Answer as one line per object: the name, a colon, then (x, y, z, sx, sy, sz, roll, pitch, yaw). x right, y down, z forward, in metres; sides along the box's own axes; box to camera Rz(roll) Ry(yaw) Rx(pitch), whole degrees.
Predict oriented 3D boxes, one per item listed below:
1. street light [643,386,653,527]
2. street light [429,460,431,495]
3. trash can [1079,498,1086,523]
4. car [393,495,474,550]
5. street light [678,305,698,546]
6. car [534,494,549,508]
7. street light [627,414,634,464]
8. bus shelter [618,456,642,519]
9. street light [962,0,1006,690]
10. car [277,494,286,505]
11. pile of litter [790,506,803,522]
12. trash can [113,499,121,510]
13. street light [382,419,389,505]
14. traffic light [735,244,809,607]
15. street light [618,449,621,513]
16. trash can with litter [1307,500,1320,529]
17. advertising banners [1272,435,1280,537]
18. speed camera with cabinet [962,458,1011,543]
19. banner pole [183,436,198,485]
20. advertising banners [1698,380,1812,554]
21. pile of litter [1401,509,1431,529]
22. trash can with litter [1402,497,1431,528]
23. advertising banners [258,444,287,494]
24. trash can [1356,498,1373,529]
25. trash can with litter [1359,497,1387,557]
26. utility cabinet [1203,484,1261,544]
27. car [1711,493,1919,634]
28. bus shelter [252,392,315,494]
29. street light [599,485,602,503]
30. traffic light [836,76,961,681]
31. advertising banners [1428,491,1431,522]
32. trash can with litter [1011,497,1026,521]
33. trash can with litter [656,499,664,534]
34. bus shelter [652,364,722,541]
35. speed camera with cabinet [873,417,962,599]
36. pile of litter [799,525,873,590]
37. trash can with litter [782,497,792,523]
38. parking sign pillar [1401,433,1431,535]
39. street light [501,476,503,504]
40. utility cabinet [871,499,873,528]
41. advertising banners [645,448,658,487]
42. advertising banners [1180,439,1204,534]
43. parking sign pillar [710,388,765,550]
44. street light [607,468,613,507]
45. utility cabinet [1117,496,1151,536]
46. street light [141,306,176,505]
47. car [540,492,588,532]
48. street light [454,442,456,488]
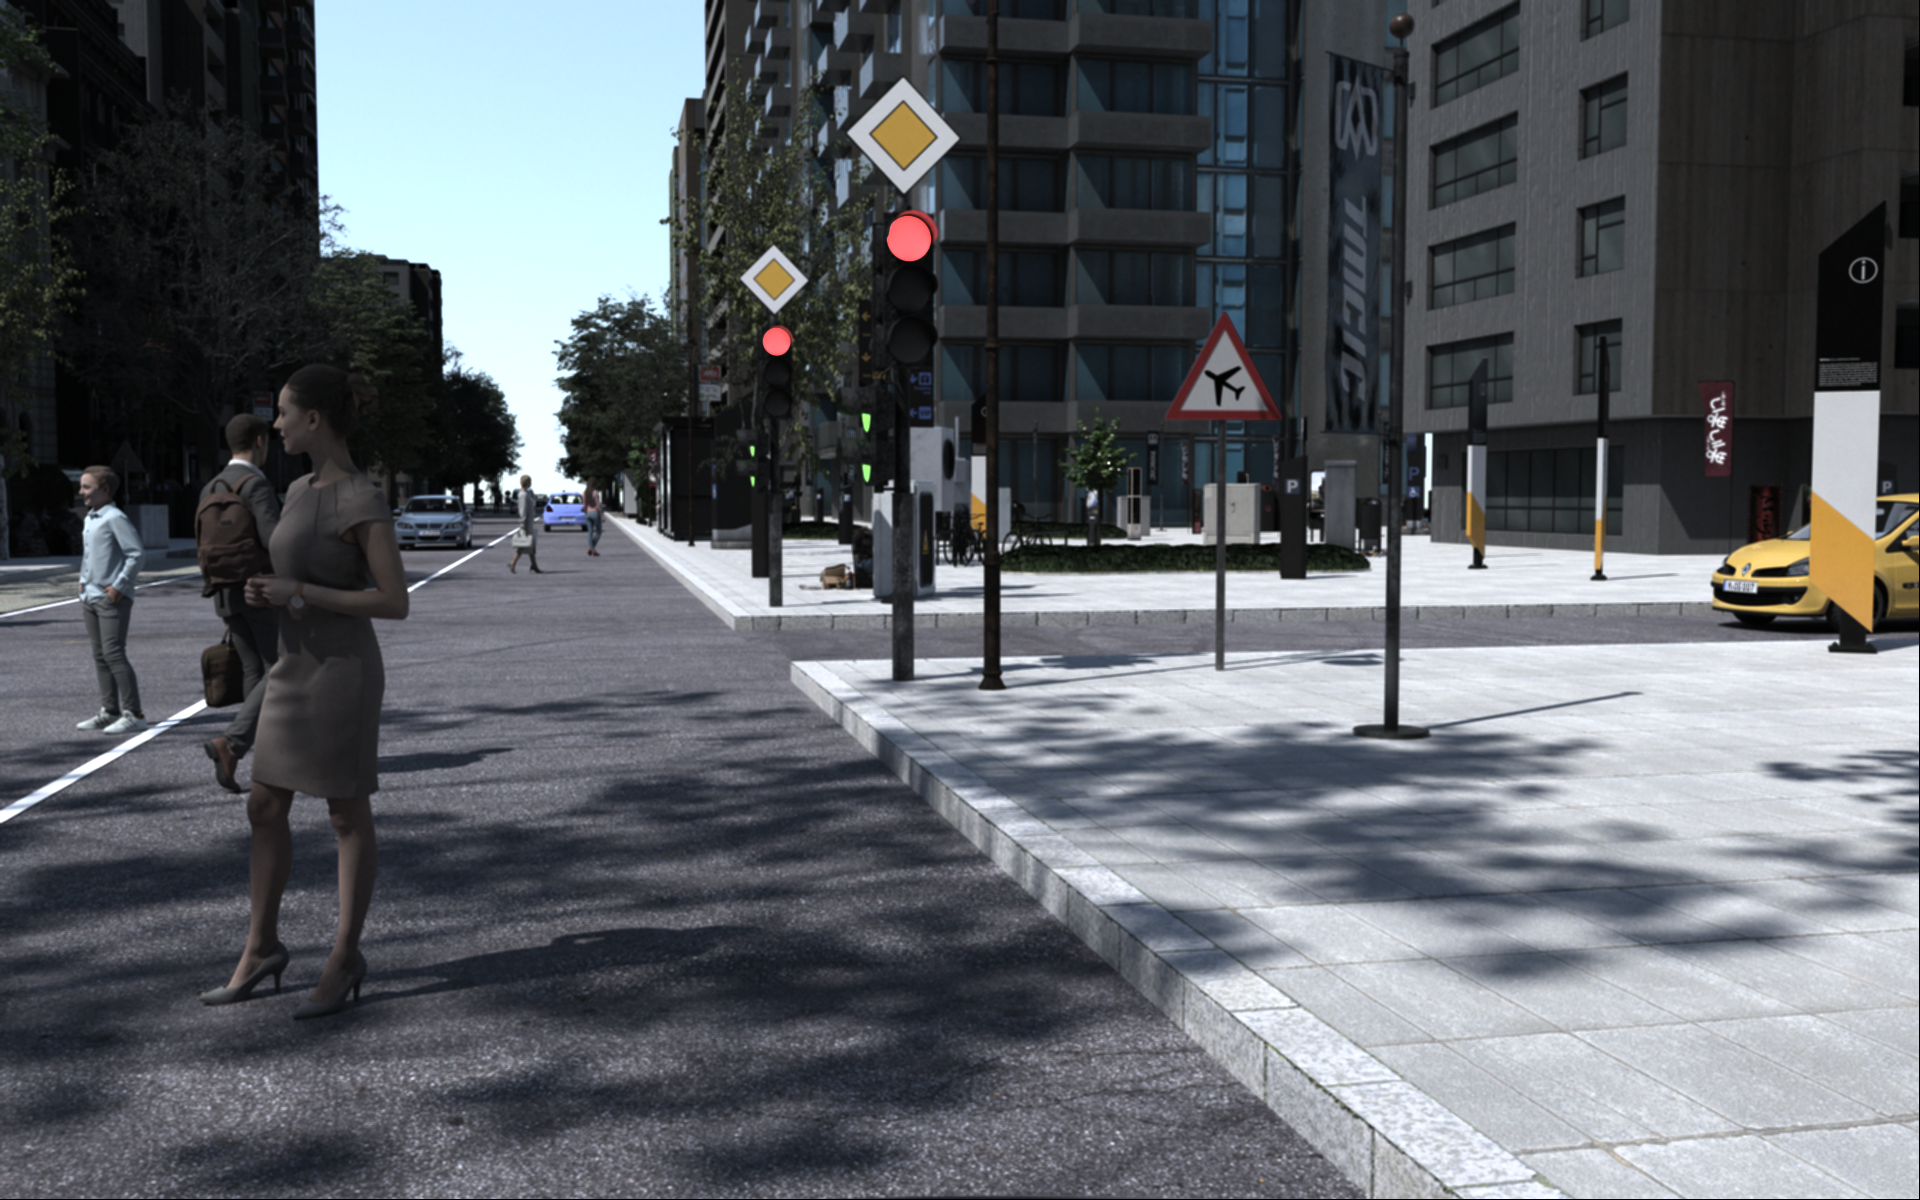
street light: (-12.121, -5.801, 67.636, 0.468, 5.910, 1.993, -1, 4, -12)
street light: (-35.809, -8.817, 116.944, 0.468, 5.910, 1.993, -1, 4, -12)
trash can: (4.696, -3.134, 62.901, 0.748, 1.137, 0.748, 0, 3, 0)
car: (-13.848, -2.060, 45.688, 2.014, 1.417, 4.499, -1, 4, -13)
street light: (-6.608, -4.261, 42.451, 0.468, 5.910, 1.993, -1, 4, -12)
car: (-40.020, -9.507, 165.225, 2.009, 1.686, 4.222, -1, 4, -14)
street light: (-17.647, -7.328, 92.600, 0.468, 5.910, 1.993, -1, 4, -12)
bus shelter: (-16.179, -5.719, 87.433, 2.014, 3.302, 5.546, -1, 4, -12)
street light: (0.211, -2.351, 11.228, 0.468, 5.910, 1.993, -1, 4, -12)
car: (-10.533, -0.947, 27.279, 2.131, 1.459, 4.920, -1, 4, -12)
pile of litter: (-5.852, -2.972, 62.555, 1.719, 0.858, 1.176, -1, 4, -23)
trash can: (-25.881, -2.559, 53.496, 0.748, 1.137, 0.748, 0, 3, 0)
street light: (-30.433, -7.294, 92.040, 0.468, 5.910, 1.993, -1, 4, -12)
traffic light: (-2.117, -1.877, 19.616, 0.839, 4.253, 0.868, -1, 4, -12)
street light: (-23.052, -8.823, 117.049, 0.468, 5.910, 1.993, -1, 4, -12)
trash can with litter: (12.842, -3.159, 63.031, 0.624, 1.170, 1.055, 0, 4, 7)
advertising banners: (9.779, -3.408, 51.901, 0.090, 3.025, 2.074, 2, 4, 35)
speed camera with cabinet: (0.366, -3.098, 44.983, 2.038, 3.252, 0.660, -3, 4, -37)
banner pole: (-33.024, -5.158, 74.347, 0.863, 3.779, 0.401, 1, 4, 16)
advertising banners: (12.419, -1.861, 26.622, 2.074, 3.025, 0.090, 1, 4, 15)
pile of litter: (15.852, -2.835, 60.313, 1.176, 0.858, 1.719, -2, 4, -34)
trash can with litter: (16.254, -3.085, 61.831, 1.055, 1.170, 0.624, 0, 4, -3)
advertising banners: (-25.613, -4.176, 64.465, 2.074, 3.025, 0.090, 0, 4, 4)
trash can: (14.845, -3.194, 63.871, 0.748, 1.137, 0.748, 0, 3, 0)
trash can with litter: (8.095, -1.514, 35.818, 2.233, 1.210, 1.678, -2, 4, -23)
utility cabinet: (5.726, -1.703, 36.518, 1.173, 1.500, 0.318, 2, 4, 35)
car: (10.129, -0.517, 18.685, 3.980, 1.641, 2.015, -1, 4, -14)
bus shelter: (-27.179, -5.694, 70.721, 2.179, 5.291, 8.768, -1, 4, -12)
street light: (-40.527, -13.724, 197.173, 0.468, 5.910, 1.993, -1, 4, -12)
traffic light: (-0.410, -1.400, 11.814, 0.839, 4.253, 0.868, -1, 4, -12)
advertising banners: (21.797, -5.097, 79.516, 2.074, 3.025, 0.090, 1, 4, 21)
trash can with litter: (2.073, -2.738, 56.146, 1.055, 1.170, 0.624, 0, 4, -7)
trash can with litter: (-9.617, -2.739, 56.171, 0.624, 1.170, 1.055, -1, 4, -19)
bus shelter: (-7.894, -4.492, 51.074, 2.179, 5.291, 8.768, -1, 4, -12)
speed camera with cabinet: (-0.562, -1.696, 22.059, 0.660, 3.252, 2.038, 1, 4, 13)
pile of litter: (-1.414, -0.599, 23.753, 1.719, 0.858, 1.176, -1, 4, -13)
trash can with litter: (-5.917, -2.948, 59.580, 0.624, 1.170, 1.055, -2, 4, -34)
parking sign pillar: (14.340, -4.035, 54.451, 1.447, 3.967, 1.447, 1, 4, 20)
street light: (-59.051, -15.314, 223.173, 0.468, 5.910, 1.993, -1, 4, -12)
utility cabinet: (-1.257, -1.008, 27.647, 0.306, 1.237, 1.020, 0, 4, -5)
advertising banners: (-11.051, -4.274, 66.063, 2.074, 3.025, 0.090, 1, 4, 17)
advertising banners: (7.655, -3.643, 55.748, 0.090, 3.025, 2.074, 3, 5, 42)
parking sign pillar: (-5.139, -3.190, 40.624, 1.447, 3.967, 1.447, -2, 4, -23)
street light: (-28.479, -10.346, 141.941, 0.468, 5.910, 1.993, -1, 4, -12)
utility cabinet: (5.265, -2.530, 52.534, 1.020, 1.237, 0.306, -2, 4, -25)
street light: (-19.682, -4.274, 42.660, 0.468, 5.910, 1.993, -1, 4, -12)
car: (-15.193, -3.499, 66.803, 1.945, 1.707, 3.694, -1, 4, -14)
street light: (-41.333, -10.338, 141.815, 0.468, 5.910, 1.993, -1, 4, -12)
